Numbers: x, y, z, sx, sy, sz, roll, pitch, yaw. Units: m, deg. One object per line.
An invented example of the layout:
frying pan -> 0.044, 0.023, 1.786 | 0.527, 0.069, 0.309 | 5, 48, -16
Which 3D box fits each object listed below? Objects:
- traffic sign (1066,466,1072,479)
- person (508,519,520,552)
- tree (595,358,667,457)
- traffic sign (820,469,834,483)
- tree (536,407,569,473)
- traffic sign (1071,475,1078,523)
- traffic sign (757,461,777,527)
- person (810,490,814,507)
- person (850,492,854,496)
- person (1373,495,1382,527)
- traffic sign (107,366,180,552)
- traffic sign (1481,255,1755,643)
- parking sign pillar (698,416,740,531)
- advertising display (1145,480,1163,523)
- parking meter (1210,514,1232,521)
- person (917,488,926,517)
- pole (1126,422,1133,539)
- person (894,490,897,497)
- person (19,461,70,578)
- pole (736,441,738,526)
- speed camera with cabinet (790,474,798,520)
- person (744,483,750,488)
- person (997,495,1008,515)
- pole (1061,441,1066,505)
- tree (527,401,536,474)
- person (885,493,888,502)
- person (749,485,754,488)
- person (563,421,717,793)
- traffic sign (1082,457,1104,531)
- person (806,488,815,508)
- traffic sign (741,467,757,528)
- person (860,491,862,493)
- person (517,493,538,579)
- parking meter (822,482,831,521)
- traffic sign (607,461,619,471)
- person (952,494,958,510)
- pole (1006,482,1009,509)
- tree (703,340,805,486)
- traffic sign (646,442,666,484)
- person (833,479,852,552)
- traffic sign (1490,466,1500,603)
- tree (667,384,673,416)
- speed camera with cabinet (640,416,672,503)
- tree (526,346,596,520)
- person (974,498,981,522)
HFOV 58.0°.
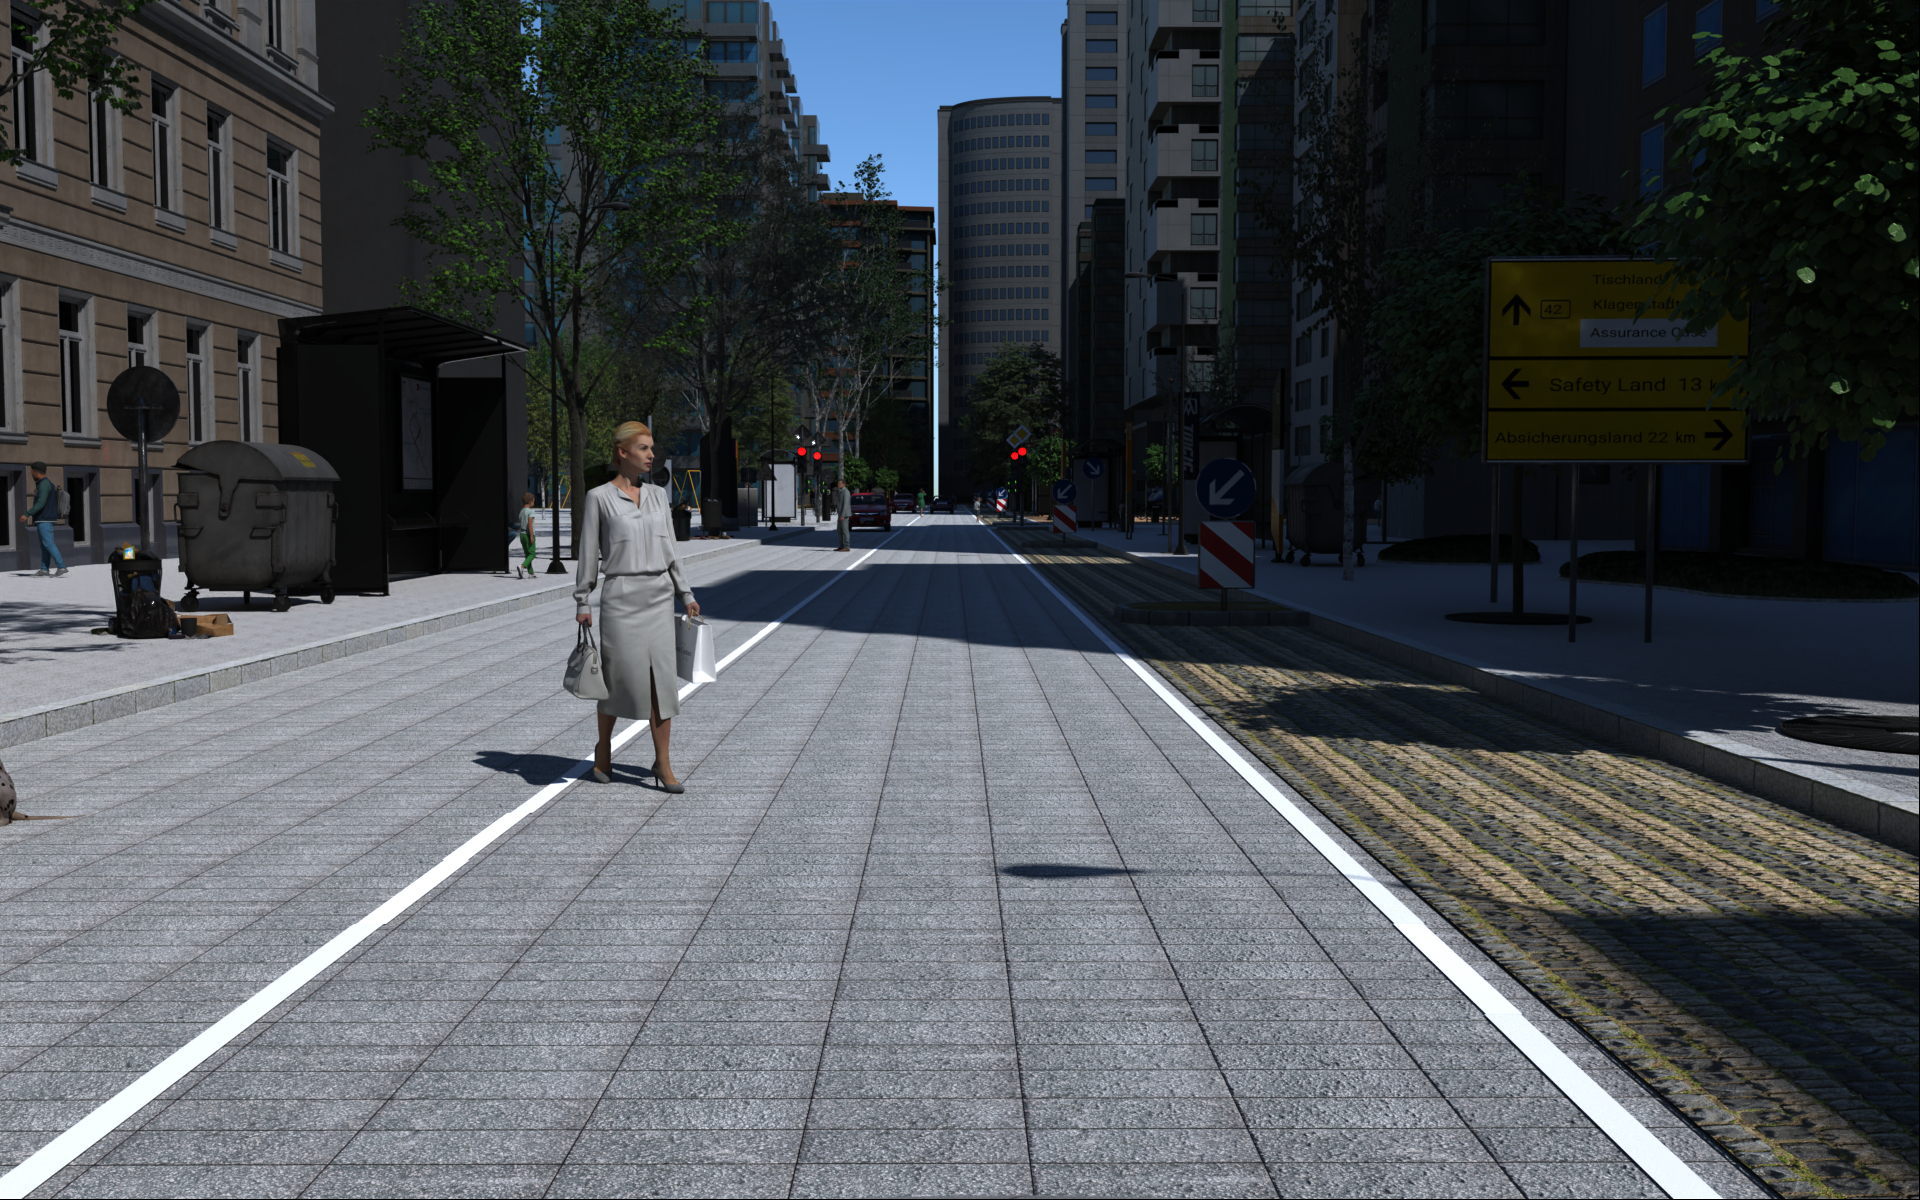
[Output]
traffic sign -> 5.073, -4.742, 77.642 | 0.768, 2.556, 0.104 | 0, 4, 6
person -> -10.045, -1.638, 38.317 | 0.738, 1.151, 1.012 | 2, 4, 29
tree -> -18.646, -8.672, 92.157 | 4.737, 8.622, 4.395 | 0, 3, 0
traffic sign -> -6.701, -5.323, 87.136 | 0.768, 2.556, 0.104 | 1, 4, 8
tree -> -29.044, -11.071, 131.374 | 4.360, 8.622, 3.978 | 0, 3, 0
traffic sign -> 5.242, -4.726, 77.281 | 0.884, 2.594, 0.081 | 0, 4, 5
traffic sign -> -7.652, -4.180, 68.351 | 0.884, 2.594, 0.081 | 1, 4, 9
person -> -14.606, -10.034, 171.570 | 0.593, 1.643, 0.415 | -3, 4, -37
person -> -11.628, -11.079, 186.808 | 0.705, 1.869, 1.348 | 3, 4, 37
person -> 16.343, -3.481, 67.644 | 0.352, 1.250, 0.332 | 0, 4, 0
traffic sign -> -8.108, -1.046, 17.202 | 0.768, 2.556, 0.104 | 0, 4, 6
traffic sign -> 5.624, -1.285, 14.879 | 2.265, 3.308, 0.079 | 0, 4, 3
parking sign pillar -> -8.394, -4.391, 60.259 | 1.447, 3.967, 1.447 | 2, 4, 33
advertising display -> 8.728, -4.418, 77.442 | 0.974, 1.923, 0.123 | -2, 4, -27
parking meter -> 4.774, -1.582, 31.577 | 0.399, 1.863, 0.255 | 1, 4, 22
person -> -2.482, -6.235, 110.694 | 0.600, 1.795, 0.529 | 1, 4, 15
pole -> 4.779, -3.369, 48.929 | 0.158, 3.312, 0.155 | 0, 3, 0
person -> -7.746, -12.248, 207.230 | 0.436, 1.711, 0.756 | -2, 4, -27
person -> -14.048, -1.235, 26.587 | 0.721, 1.781, 0.623 | -2, 4, -32
pole -> -8.609, -4.443, 66.492 | 0.158, 3.312, 0.155 | 0, 3, 0
speed camera with cabinet -> -8.330, -5.585, 85.651 | 0.660, 3.252, 2.038 | 0, 4, -6
person -> -8.636, -3.879, 69.642 | 0.590, 1.801, 0.661 | 2, 4, 31
person -> 2.547, -5.855, 104.246 | 0.660, 1.820, 0.620 | 0, 4, 2
pole -> 4.004, -4.474, 66.992 | 0.158, 3.312, 0.155 | 0, 3, 0
tree -> -34.213, -11.343, 135.824 | 4.360, 8.622, 3.978 | 0, 3, 0
person -> -8.550, -11.928, 201.165 | 0.705, 1.812, 1.348 | 0, 4, -6
person -> -8.769, -3.877, 72.092 | 0.583, 1.804, 0.606 | 0, 4, -4
person -> -1.572, 0.025, 8.448 | 0.694, 1.780, 0.624 | -1, 4, -22
traffic sign -> 4.580, -3.639, 59.606 | 0.768, 2.556, 0.104 | 0, 4, 1
person -> -13.341, -9.287, 157.891 | 1.348, 1.822, 0.705 | 1, 4, 10
traffic sign -> -8.062, -3.911, 66.068 | 0.606, 2.300, 0.079 | 0, 4, 3
person -> -13.034, -13.607, 228.451 | 1.348, 1.831, 0.705 | 1, 4, 9
person -> -6.548, -0.971, 26.169 | 0.306, 1.304, 0.590 | 1, 4, 18
parking meter -> -6.376, -4.707, 82.673 | 0.255, 1.863, 0.399 | -3, 5, -43
traffic sign -> -7.616, -2.416, 39.504 | 0.884, 2.594, 0.081 | 0, 4, 3
person -> -0.491, -9.024, 159.281 | 0.421, 1.427, 0.697 | 2, 4, 33
pole -> 4.049, -9.414, 147.765 | 0.158, 3.312, 0.155 | 0, 3, 0
tree -> -15.068, -12.753, 126.637 | 7.486, 12.596, 7.792 | 0, 3, 0
traffic sign -> -7.510, -2.567, 42.071 | 0.768, 2.556, 0.104 | 0, 4, 7
person -> -2.903, -2.116, 43.202 | 0.391, 1.810, 0.635 | -1, 4, -19
traffic sign -> 6.325, -1.244, 20.442 | 0.768, 2.556, 0.104 | 0, 4, 1
tree -> -18.347, -9.071, 98.675 | 4.737, 8.622, 4.395 | 0, 3, 0
speed camera with cabinet -> -8.157, -2.983, 43.105 | 0.660, 3.252, 2.038 | 3, 5, 43
tree -> -20.535, -8.247, 85.203 | 4.737, 8.622, 4.395 | 0, 3, 0
person -> 0.877, -4.563, 87.787 | 0.352, 1.250, 0.332 | -1, 4, -12
